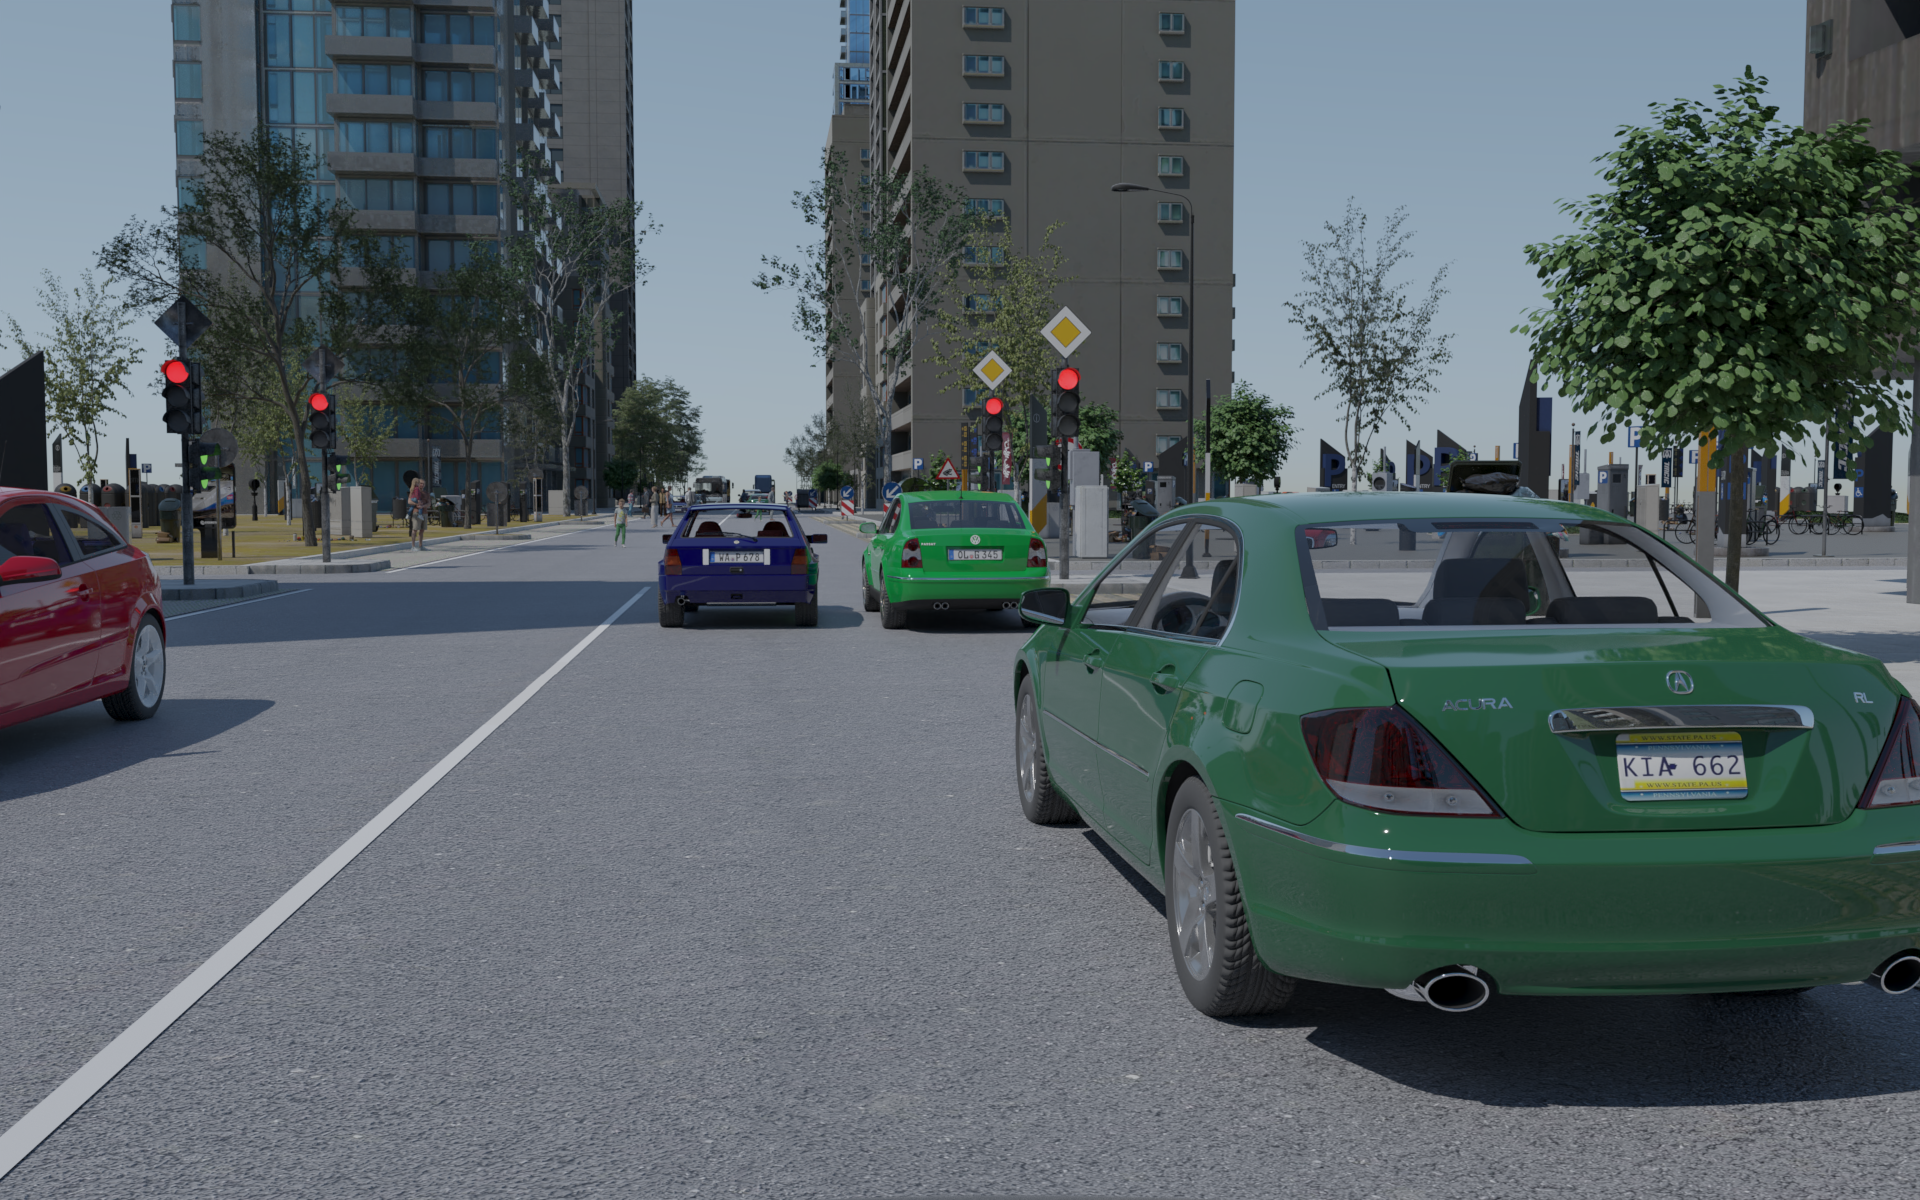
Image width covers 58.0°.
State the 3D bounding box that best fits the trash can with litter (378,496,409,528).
[{"bbox_3d":[-21.687,-3.355,65.905,2.233,1.210,1.678,0,4,-2],"label":"trash can with litter"}]

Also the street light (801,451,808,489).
[{"bbox_3d":[-15.869,-12.976,184.698,1.470,5.913,1.316,0,4,-7],"label":"street light"}]

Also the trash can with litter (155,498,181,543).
[{"bbox_3d":[-20.687,-2.078,45.354,0.624,1.170,1.055,-1,4,-11],"label":"trash can with litter"}]

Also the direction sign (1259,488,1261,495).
[{"bbox_3d":[9.855,-3.969,56.886,0.379,3.537,0.876,1,4,20],"label":"direction sign"}]

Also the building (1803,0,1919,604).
[{"bbox_3d":[16.749,-15.011,17.132,14.160,30.474,14.107,0,4,-7],"label":"building"}]

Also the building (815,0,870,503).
[{"bbox_3d":[-9.527,-57.438,251.787,22.319,86.520,31.000,0,4,-7],"label":"building"}]

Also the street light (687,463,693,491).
[{"bbox_3d":[-37.766,-16.186,237.183,1.470,5.913,1.316,0,4,-7],"label":"street light"}]

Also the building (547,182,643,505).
[{"bbox_3d":[-53.905,-31.224,202.386,32.217,40.220,23.993,0,4,-7],"label":"building"}]

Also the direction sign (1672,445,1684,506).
[{"bbox_3d":[33.538,-5.441,80.959,0.876,3.537,0.379,-3,4,-38],"label":"direction sign"}]

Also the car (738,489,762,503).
[{"bbox_3d":[-17.557,-8.393,145.903,2.281,1.827,5.304,-1,4,-9],"label":"car"}]

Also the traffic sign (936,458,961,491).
[{"bbox_3d":[-0.422,-3.755,61.399,0.884,2.594,0.081,0,4,1],"label":"traffic sign"}]

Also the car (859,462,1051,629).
[{"bbox_3d":[-0.133,-0.676,19.855,1.959,1.807,4.718,0,4,-7],"label":"car"}]

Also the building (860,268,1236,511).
[{"bbox_3d":[6.148,-18.572,148.693,27.650,21.520,28.899,0,4,-7],"label":"building"}]

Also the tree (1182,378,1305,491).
[{"bbox_3d":[8.021,-3.982,48.818,4.285,4.588,4.351,0,3,0],"label":"tree"}]

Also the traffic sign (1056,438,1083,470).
[{"bbox_3d":[2.372,-2.357,38.636,0.768,2.556,0.104,0,4,2],"label":"traffic sign"}]

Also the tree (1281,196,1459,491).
[{"bbox_3d":[10.230,-5.712,43.750,4.360,8.622,3.978,0,3,0],"label":"tree"}]

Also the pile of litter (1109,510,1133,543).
[{"bbox_3d":[4.264,-1.978,46.298,1.176,0.858,1.719,3,5,41],"label":"pile of litter"}]

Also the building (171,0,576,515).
[{"bbox_3d":[-39.953,-30.623,120.292,23.786,49.044,30.456,0,4,-7],"label":"building"}]

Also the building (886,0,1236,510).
[{"bbox_3d":[6.286,-30.454,121.622,21.300,48.544,21.600,0,4,-7],"label":"building"}]

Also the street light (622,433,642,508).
[{"bbox_3d":[-25.083,-9.719,131.449,1.470,5.913,1.316,0,4,-7],"label":"street light"}]

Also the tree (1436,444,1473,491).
[{"bbox_3d":[19.485,-4.481,67.872,1.663,3.219,1.824,0,3,0],"label":"tree"}]

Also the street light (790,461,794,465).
[{"bbox_3d":[-22.855,-16.583,243.670,1.470,5.913,1.316,0,4,-7],"label":"street light"}]

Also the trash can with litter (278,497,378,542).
[{"bbox_3d":[-17.387,-2.229,47.504,2.233,1.210,1.678,0,4,-5],"label":"trash can with litter"}]

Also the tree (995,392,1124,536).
[{"bbox_3d":[2.663,-4.523,57.672,4.285,4.588,4.351,0,3,0],"label":"tree"}]

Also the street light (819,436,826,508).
[{"bbox_3d":[-10.321,-10.137,138.288,1.470,5.913,1.316,0,4,-7],"label":"street light"}]

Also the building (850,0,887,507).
[{"bbox_3d":[-0.237,-44.835,171.302,20.563,71.187,20.611,0,4,-7],"label":"building"}]

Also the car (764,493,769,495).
[{"bbox_3d":[-24.020,-12.459,212.745,2.155,1.783,4.494,0,4,-7],"label":"car"}]

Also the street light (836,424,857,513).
[{"bbox_3d":[-7.531,-8.711,114.972,1.470,5.913,1.316,0,4,-7],"label":"street light"}]

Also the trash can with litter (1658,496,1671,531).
[{"bbox_3d":[24.473,-3.089,61.563,2.233,1.210,1.678,0,4,5],"label":"trash can with litter"}]

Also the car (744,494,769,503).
[{"bbox_3d":[-13.769,-6.555,118.969,2.131,1.459,4.920,0,4,-8],"label":"car"}]

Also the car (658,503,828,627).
[{"bbox_3d":[-2.500,-0.455,20.025,1.945,1.354,3.894,0,4,-5],"label":"car"}]

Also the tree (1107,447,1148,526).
[{"bbox_3d":[6.661,-4.659,70.770,1.663,3.219,1.824,0,3,0],"label":"tree"}]

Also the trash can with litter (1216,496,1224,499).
[{"bbox_3d":[13.335,-4.821,90.203,1.055,1.170,0.624,-3,4,-36],"label":"trash can with litter"}]

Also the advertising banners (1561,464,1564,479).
[{"bbox_3d":[34.844,-6.397,100.781,0.090,3.025,2.074,0,4,4],"label":"advertising banners"}]

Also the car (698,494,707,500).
[{"bbox_3d":[-22.648,-8.307,147.611,2.131,1.459,4.920,-1,4,-9],"label":"car"}]

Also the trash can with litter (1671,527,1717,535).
[{"bbox_3d":[23.650,-2.671,54.725,1.678,1.210,2.233,2,4,32],"label":"trash can with litter"}]

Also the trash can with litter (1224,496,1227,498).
[{"bbox_3d":[15.902,-5.560,101.963,2.233,1.210,1.678,1,4,8],"label":"trash can with litter"}]

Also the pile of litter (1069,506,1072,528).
[{"bbox_3d":[4.437,-3.169,65.784,1.176,0.858,1.719,-1,4,-19],"label":"pile of litter"}]

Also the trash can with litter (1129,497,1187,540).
[{"bbox_3d":[3.799,-1.380,33.953,0.624,1.170,1.055,-3,4,-36],"label":"trash can with litter"}]

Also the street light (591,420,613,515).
[{"bbox_3d":[-22.348,-8.299,108.229,1.470,5.913,1.316,0,4,-7],"label":"street light"}]

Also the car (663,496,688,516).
[{"bbox_3d":[-18.448,-6.141,112.990,1.945,1.354,3.894,0,4,-8],"label":"car"}]

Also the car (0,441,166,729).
[{"bbox_3d":[-5.863,-0.027,9.481,2.155,1.783,4.494,0,4,-7],"label":"car"}]

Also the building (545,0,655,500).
[{"bbox_3d":[-50.502,-48.074,224.261,20.563,71.187,20.611,0,4,-7],"label":"building"}]

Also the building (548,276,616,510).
[{"bbox_3d":[-45.220,-18.673,150.337,27.650,21.520,28.899,0,4,-7],"label":"building"}]

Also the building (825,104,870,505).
[{"bbox_3d":[-5.432,-36.026,212.723,21.300,48.544,21.600,0,4,-7],"label":"building"}]

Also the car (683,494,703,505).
[{"bbox_3d":[-22.075,-7.968,142.067,2.131,1.459,4.920,0,4,-6],"label":"car"}]

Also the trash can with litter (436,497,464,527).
[{"bbox_3d":[-19.624,-3.387,66.759,0.624,1.170,1.055,2,4,33],"label":"trash can with litter"}]

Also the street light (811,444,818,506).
[{"bbox_3d":[-13.168,-11.564,161.608,1.470,5.913,1.316,0,4,-7],"label":"street light"}]

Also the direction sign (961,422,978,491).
[{"bbox_3d":[0.295,-3.837,54.724,0.379,3.537,0.876,-2,4,-34],"label":"direction sign"}]

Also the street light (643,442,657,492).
[{"bbox_3d":[-27.962,-11.130,154.518,1.470,5.913,1.316,0,4,-7],"label":"street light"}]

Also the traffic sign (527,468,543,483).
[{"bbox_3d":[-20.435,-5.092,83.364,0.768,2.556,0.104,0,4,-2],"label":"traffic sign"}]

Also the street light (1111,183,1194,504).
[{"bbox_3d":[2.952,-3.276,26.105,1.470,5.913,1.316,0,4,-7],"label":"street light"}]

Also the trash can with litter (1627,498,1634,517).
[{"bbox_3d":[37.981,-5.311,98.221,1.055,1.170,0.624,1,4,14],"label":"trash can with litter"}]

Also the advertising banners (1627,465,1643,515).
[{"bbox_3d":[39.914,-6.513,102.675,2.074,3.025,0.090,-3,5,-39],"label":"advertising banners"}]

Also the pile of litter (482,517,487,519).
[{"bbox_3d":[-24.296,-4.684,90.550,1.176,0.858,1.719,-3,5,-39],"label":"pile of litter"}]

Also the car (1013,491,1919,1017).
[{"bbox_3d":[1.361,0.338,6.272,2.131,1.459,4.920,0,4,-7],"label":"car"}]

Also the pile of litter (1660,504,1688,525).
[{"bbox_3d":[30.218,-3.638,73.441,1.719,0.858,1.176,-2,4,-35],"label":"pile of litter"}]

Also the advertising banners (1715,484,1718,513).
[{"bbox_3d":[32.428,-4.774,74.247,0.090,3.025,2.074,2,4,26],"label":"advertising banners"}]

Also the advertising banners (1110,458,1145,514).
[{"bbox_3d":[8.153,-5.322,83.208,2.074,3.025,0.090,0,4,-1],"label":"advertising banners"}]

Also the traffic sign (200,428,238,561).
[{"bbox_3d":[-14.290,-2.034,33.366,0.768,2.556,0.104,0,4,-3],"label":"traffic sign"}]
